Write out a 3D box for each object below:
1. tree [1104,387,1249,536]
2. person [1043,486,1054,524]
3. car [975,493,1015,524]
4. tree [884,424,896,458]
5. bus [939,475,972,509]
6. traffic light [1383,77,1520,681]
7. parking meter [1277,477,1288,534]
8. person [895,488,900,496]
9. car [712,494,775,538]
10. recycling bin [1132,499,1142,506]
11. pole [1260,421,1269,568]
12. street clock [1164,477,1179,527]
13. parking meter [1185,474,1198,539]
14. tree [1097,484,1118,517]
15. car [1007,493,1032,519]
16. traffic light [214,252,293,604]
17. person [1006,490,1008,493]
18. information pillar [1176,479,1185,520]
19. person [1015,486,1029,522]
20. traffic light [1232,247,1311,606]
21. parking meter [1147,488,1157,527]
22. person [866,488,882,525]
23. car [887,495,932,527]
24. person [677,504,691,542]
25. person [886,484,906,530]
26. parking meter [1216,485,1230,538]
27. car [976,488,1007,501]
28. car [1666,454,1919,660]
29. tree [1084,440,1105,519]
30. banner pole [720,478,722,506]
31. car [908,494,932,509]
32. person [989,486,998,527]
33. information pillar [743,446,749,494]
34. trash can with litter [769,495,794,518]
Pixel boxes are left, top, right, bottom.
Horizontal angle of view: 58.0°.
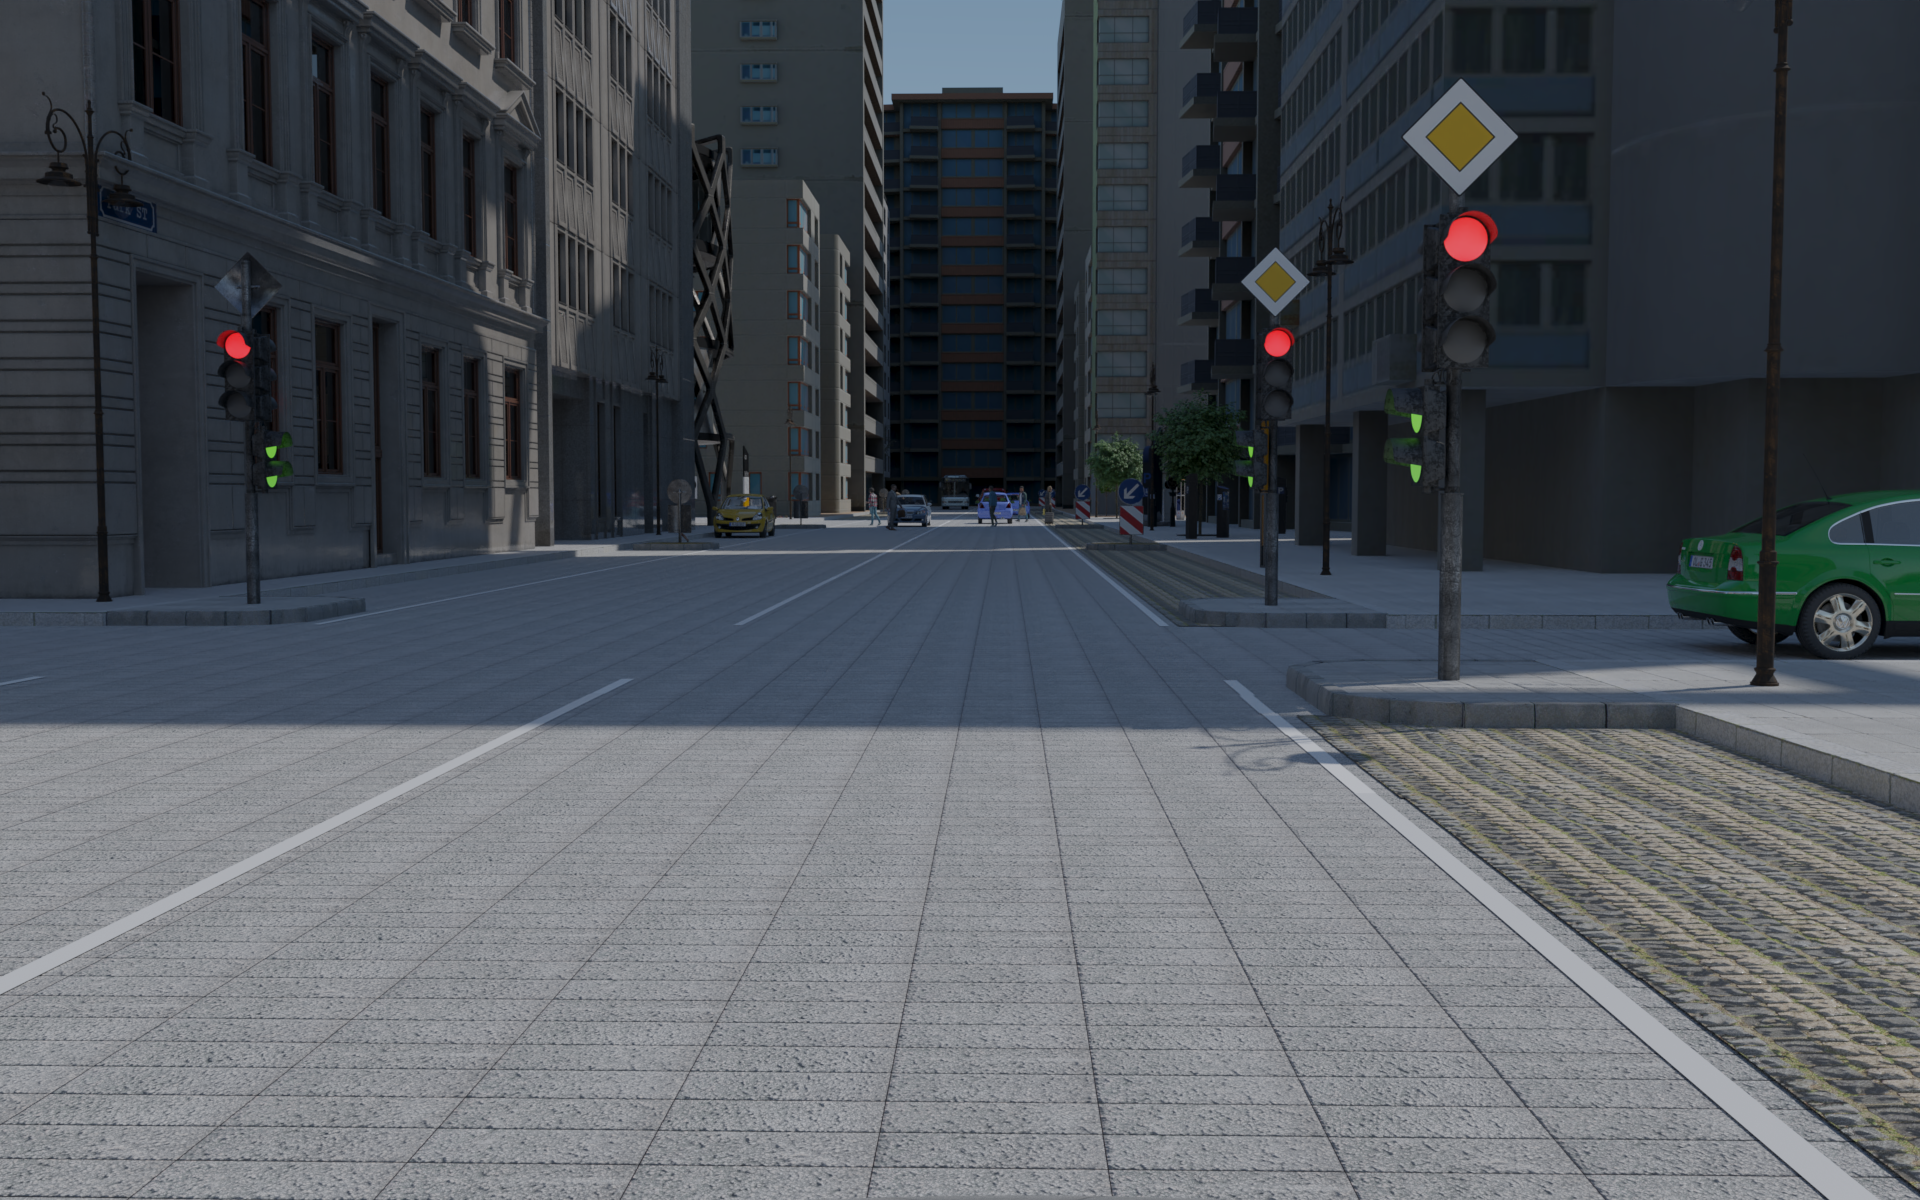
[{"bbox_3d":[7.311,-4.247,53.154,4.285,4.588,4.351,0,3,0],"label":"tree"},{"bbox_3d":[4.172,-4.486,82.067,0.699,1.804,1.509,1,4,11],"label":"person"},{"bbox_3d":[1.702,-4.580,84.467,1.945,1.707,3.694,0,4,0],"label":"car"},{"bbox_3d":[-7.927,-12.526,155.160,4.360,8.622,3.978,0,3,0],"label":"tree"},{"bbox_3d":[-0.441,-10.334,163.821,2.948,3.499,13.247,0,4,0],"label":"bus"},{"bbox_3d":[3.361,-1.403,11.861,0.839,4.253,0.868,0,4,1],"label":"traffic light"},{"bbox_3d":[10.347,-3.063,55.795,0.399,1.863,0.255,1,4,13],"label":"parking meter"},{"bbox_3d":[-4.428,-6.828,120.151,1.348,1.823,0.705,-1,4,-12],"label":"person"},{"bbox_3d":[-7.179,-2.909,57.793,2.015,1.641,3.980,0,3,0],"label":"car"},{"bbox_3d":[8.325,-4.168,80.703,0.722,1.027,0.722,0,4,6],"label":"recycling bin"},{"bbox_3d":[5.325,-2.215,30.055,0.158,3.312,0.155,0,3,0],"label":"pole"},{"bbox_3d":[8.309,-3.855,67.604,0.471,2.002,0.358,0,4,-6],"label":"street clock"},{"bbox_3d":[6.614,-2.676,49.468,0.255,1.863,0.399,-1,4,-9],"label":"parking meter"},{"bbox_3d":[8.307,-6.363,98.640,1.663,3.219,1.824,0,3,0],"label":"tree"},{"bbox_3d":[3.229,-5.600,101.150,1.945,1.707,3.694,0,4,3],"label":"car"},{"bbox_3d":[-8.240,-1.909,20.132,0.839,4.253,0.868,0,4,1],"label":"traffic light"},{"bbox_3d":[4.028,-8.548,148.284,1.348,1.821,0.705,2,4,34],"label":"person"},{"bbox_3d":[10.962,-4.992,86.108,0.304,2.012,0.304,3,5,44],"label":"information pillar"},{"bbox_3d":[3.154,-4.827,87.413,0.713,1.824,0.794,-1,4,-21],"label":"person"},{"bbox_3d":[3.567,-1.891,19.844,0.839,4.253,0.868,0,4,1],"label":"traffic light"},{"bbox_3d":[7.508,-3.620,67.594,0.372,1.533,0.369,0,3,0],"label":"parking meter"},{"bbox_3d":[-3.949,-4.267,79.101,0.643,1.720,0.563,2,4,29],"label":"person"},{"bbox_3d":[-2.237,-3.987,77.187,2.014,1.417,4.499,0,4,2],"label":"car"},{"bbox_3d":[-7.563,-2.041,46.886,0.505,1.210,0.382,-3,5,-45],"label":"person"},{"bbox_3d":[-2.617,-3.652,68.330,0.853,1.813,0.709,2,4,26],"label":"person"},{"bbox_3d":[7.719,-2.595,50.844,0.372,1.533,0.369,0,3,0],"label":"parking meter"},{"bbox_3d":[2.161,-6.273,111.233,2.281,1.827,5.304,0,4,0],"label":"car"},{"bbox_3d":[8.959,-0.420,15.657,4.718,1.807,1.959,0,4,2],"label":"car"},{"bbox_3d":[8.134,-6.496,89.928,4.285,4.588,4.351,0,3,0],"label":"tree"},{"bbox_3d":[-12.377,-6.098,89.723,0.401,3.779,0.863,-1,4,-10],"label":"banner pole"},{"bbox_3d":[-2.689,-5.832,105.139,2.009,1.686,4.222,0,4,1],"label":"car"},{"bbox_3d":[1.432,-4.054,75.129,0.444,1.785,0.601,3,5,42],"label":"person"},{"bbox_3d":[-10.374,-5.659,83.884,0.183,3.616,0.504,1,4,19],"label":"information pillar"},{"bbox_3d":[-9.893,-5.037,93.404,2.233,1.210,1.678,3,4,38],"label":"trash can with litter"}]
